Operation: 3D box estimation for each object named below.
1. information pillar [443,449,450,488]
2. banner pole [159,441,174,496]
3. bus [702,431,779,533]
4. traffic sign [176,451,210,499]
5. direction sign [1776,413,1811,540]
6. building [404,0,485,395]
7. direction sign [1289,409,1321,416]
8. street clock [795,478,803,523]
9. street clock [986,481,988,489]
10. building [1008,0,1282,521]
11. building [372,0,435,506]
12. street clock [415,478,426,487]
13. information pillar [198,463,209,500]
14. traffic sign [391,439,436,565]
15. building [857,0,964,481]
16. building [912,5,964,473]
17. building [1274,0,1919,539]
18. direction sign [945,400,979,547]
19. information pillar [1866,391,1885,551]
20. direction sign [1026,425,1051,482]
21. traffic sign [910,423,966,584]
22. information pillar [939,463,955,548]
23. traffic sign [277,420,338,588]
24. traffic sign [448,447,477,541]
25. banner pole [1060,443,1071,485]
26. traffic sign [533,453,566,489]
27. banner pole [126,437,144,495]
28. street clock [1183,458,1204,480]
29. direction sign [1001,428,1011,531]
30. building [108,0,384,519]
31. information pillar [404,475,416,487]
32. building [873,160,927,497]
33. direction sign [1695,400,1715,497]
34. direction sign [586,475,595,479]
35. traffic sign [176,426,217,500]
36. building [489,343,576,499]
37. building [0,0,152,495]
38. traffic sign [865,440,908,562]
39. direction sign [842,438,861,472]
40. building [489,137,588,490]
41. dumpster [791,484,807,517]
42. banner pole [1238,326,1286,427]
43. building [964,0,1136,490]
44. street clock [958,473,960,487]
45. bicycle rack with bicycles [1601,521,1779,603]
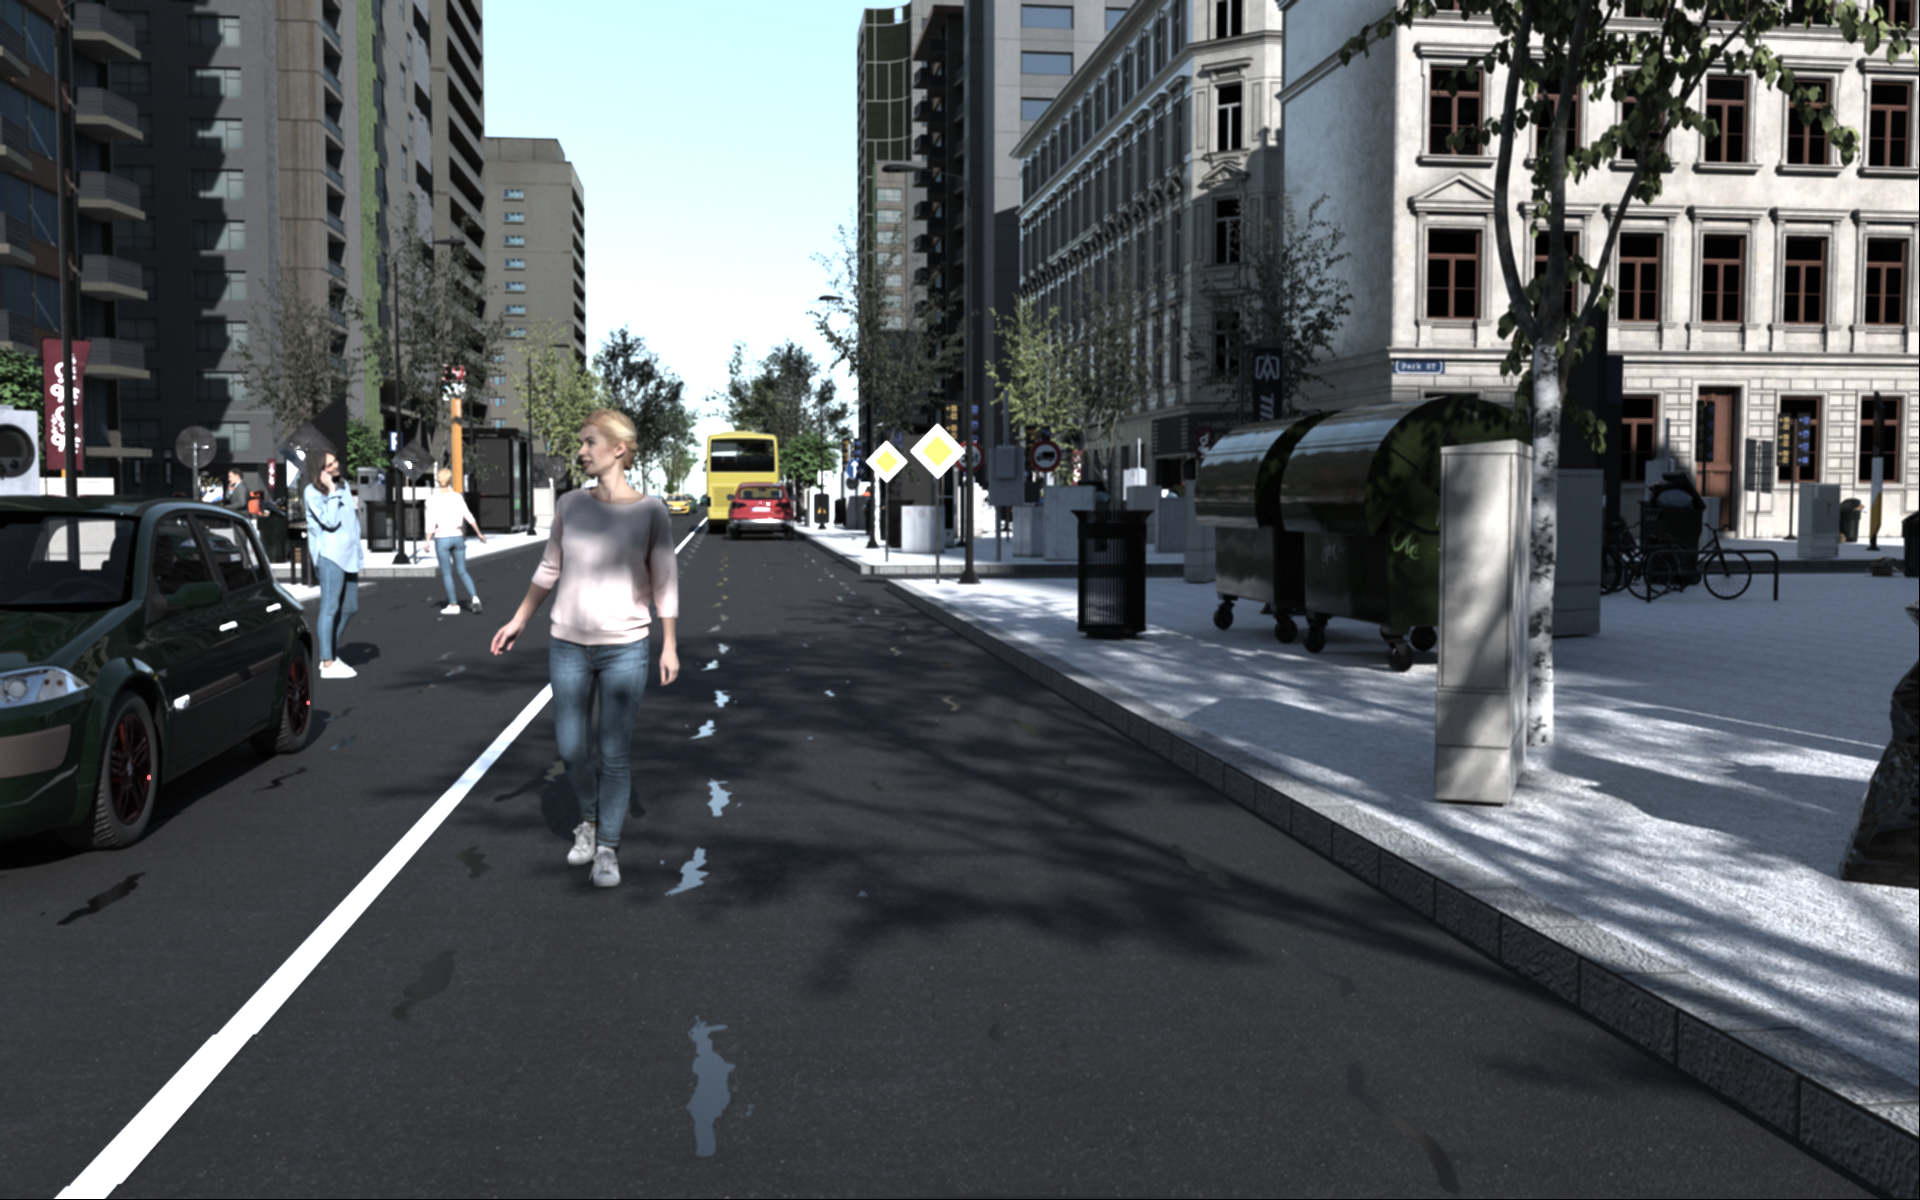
[{"bbox_3d":[-25.517,-5.796,86.112,0.504,3.616,0.183,3,5,45],"label":"information pillar"},{"bbox_3d":[-37.672,-5.634,82.131,0.401,3.779,0.863,2,4,32],"label":"banner pole"},{"bbox_3d":[-8.454,-4.585,66.512,2.896,3.916,12.252,-1,4,-8],"label":"bus"},{"bbox_3d":[-15.103,-2.086,34.210,0.768,2.556,0.104,0,4,1],"label":"traffic sign"},{"bbox_3d":[23.301,-3.455,48.485,0.876,3.537,0.379,0,4,4],"label":"direction sign"},{"bbox_3d":[-50.558,-31.557,139.664,21.300,48.544,21.600,0,4,-8],"label":"building"},{"bbox_3d":[9.224,-3.327,46.400,0.876,3.537,0.379,0,4,-6],"label":"direction sign"},{"bbox_3d":[-7.121,-4.405,76.599,0.358,2.002,0.471,0,4,8],"label":"street clock"},{"bbox_3d":[1.647,-5.532,95.022,0.471,2.002,0.358,3,5,41],"label":"street clock"},{"bbox_3d":[14.382,-19.063,88.097,17.030,29.872,44.131,0,4,-8],"label":"building"},{"bbox_3d":[-50.701,-32.144,114.798,28.713,52.752,27.495,0,4,-8],"label":"building"},{"bbox_3d":[-24.328,-4.500,78.147,0.471,2.002,0.358,-2,4,-26],"label":"street clock"},{"bbox_3d":[-35.627,-5.522,81.645,0.504,3.616,0.183,-2,4,-30],"label":"information pillar"},{"bbox_3d":[-9.899,-1.698,31.411,0.795,2.450,0.064,0,4,-8],"label":"traffic sign"},{"bbox_3d":[-6.395,-50.019,256.064,20.563,71.187,20.611,0,4,-8],"label":"building"},{"bbox_3d":[7.320,-30.734,157.122,22.147,44.769,28.867,0,4,-8],"label":"building"},{"bbox_3d":[21.069,-13.325,54.018,21.152,22.565,11.583,0,4,-8],"label":"building"},{"bbox_3d":[0.044,-3.062,42.053,0.876,3.537,0.379,-1,4,-20],"label":"direction sign"},{"bbox_3d":[20.784,-2.929,39.251,0.183,3.616,0.504,1,4,10],"label":"information pillar"},{"bbox_3d":[2.579,-3.985,57.158,0.876,3.537,0.379,-1,4,-18],"label":"direction sign"},{"bbox_3d":[-0.320,-1.282,24.610,0.795,2.450,0.064,0,4,-8],"label":"traffic sign"},{"bbox_3d":[-0.320,-2.231,40.971,0.304,2.012,0.304,-1,4,-18],"label":"information pillar"},{"bbox_3d":[-8.841,-1.214,23.496,0.795,2.450,0.064,0,4,-8],"label":"traffic sign"},{"bbox_3d":[-13.468,-2.865,46.949,0.768,2.556,0.104,0,4,-7],"label":"traffic sign"},{"bbox_3d":[5.221,-5.838,85.461,0.863,3.779,0.401,3,5,44],"label":"banner pole"},{"bbox_3d":[-20.571,-5.604,85.499,2.265,3.308,0.079,0,3,0],"label":"traffic sign"},{"bbox_3d":[-36.596,-5.305,76.746,0.863,3.779,0.401,-3,5,-42],"label":"banner pole"},{"bbox_3d":[4.707,-1.836,34.596,0.471,2.002,0.358,3,5,43],"label":"street clock"},{"bbox_3d":[1.596,-4.157,59.966,0.379,3.537,0.876,-1,4,-19],"label":"direction sign"},{"bbox_3d":[-39.919,-25.050,93.161,14.154,41.232,14.086,0,4,-8],"label":"building"},{"bbox_3d":[-20.798,-3.728,65.446,0.304,2.012,0.304,-3,4,-38],"label":"information pillar"},{"bbox_3d":[-3.955,-32.533,215.506,14.154,41.232,14.086,0,4,-8],"label":"building"},{"bbox_3d":[18.072,-3.063,42.073,0.876,3.537,0.379,-3,5,-41],"label":"direction sign"},{"bbox_3d":[-16.314,-5.220,77.348,0.876,3.537,0.379,1,4,18],"label":"direction sign"},{"bbox_3d":[-14.279,-1.974,32.387,0.768,2.556,0.104,0,4,2],"label":"traffic sign"},{"bbox_3d":[-62.795,-22.532,213.445,27.650,21.520,28.899,0,4,-8],"label":"building"},{"bbox_3d":[-41.077,-24.595,56.748,22.147,44.769,28.867,0,4,-8],"label":"building"},{"bbox_3d":[-1.377,-1.767,32.525,0.795,2.450,0.064,0,4,-8],"label":"traffic sign"},{"bbox_3d":[-4.372,-4.769,69.976,0.876,3.537,0.379,-2,4,-33],"label":"direction sign"},{"bbox_3d":[-63.047,-37.573,238.012,21.300,48.544,21.600,0,4,-8],"label":"building"},{"bbox_3d":[-8.955,-5.442,94.737,1.264,1.857,1.865,0,4,-8],"label":"dumpster"},{"bbox_3d":[4.448,-2.200,25.987,0.863,3.779,0.401,0,4,-6],"label":"banner pole"},{"bbox_3d":[10.803,-35.867,128.427,21.231,58.520,28.212,0,4,-8],"label":"building"},{"bbox_3d":[-0.136,-3.362,59.538,0.358,2.002,0.471,-1,4,-15],"label":"street clock"},{"bbox_3d":[8.591,-0.503,21.604,2.925,0.926,2.852,-1,4,-13],"label":"bicycle rack with bicycles"}]
